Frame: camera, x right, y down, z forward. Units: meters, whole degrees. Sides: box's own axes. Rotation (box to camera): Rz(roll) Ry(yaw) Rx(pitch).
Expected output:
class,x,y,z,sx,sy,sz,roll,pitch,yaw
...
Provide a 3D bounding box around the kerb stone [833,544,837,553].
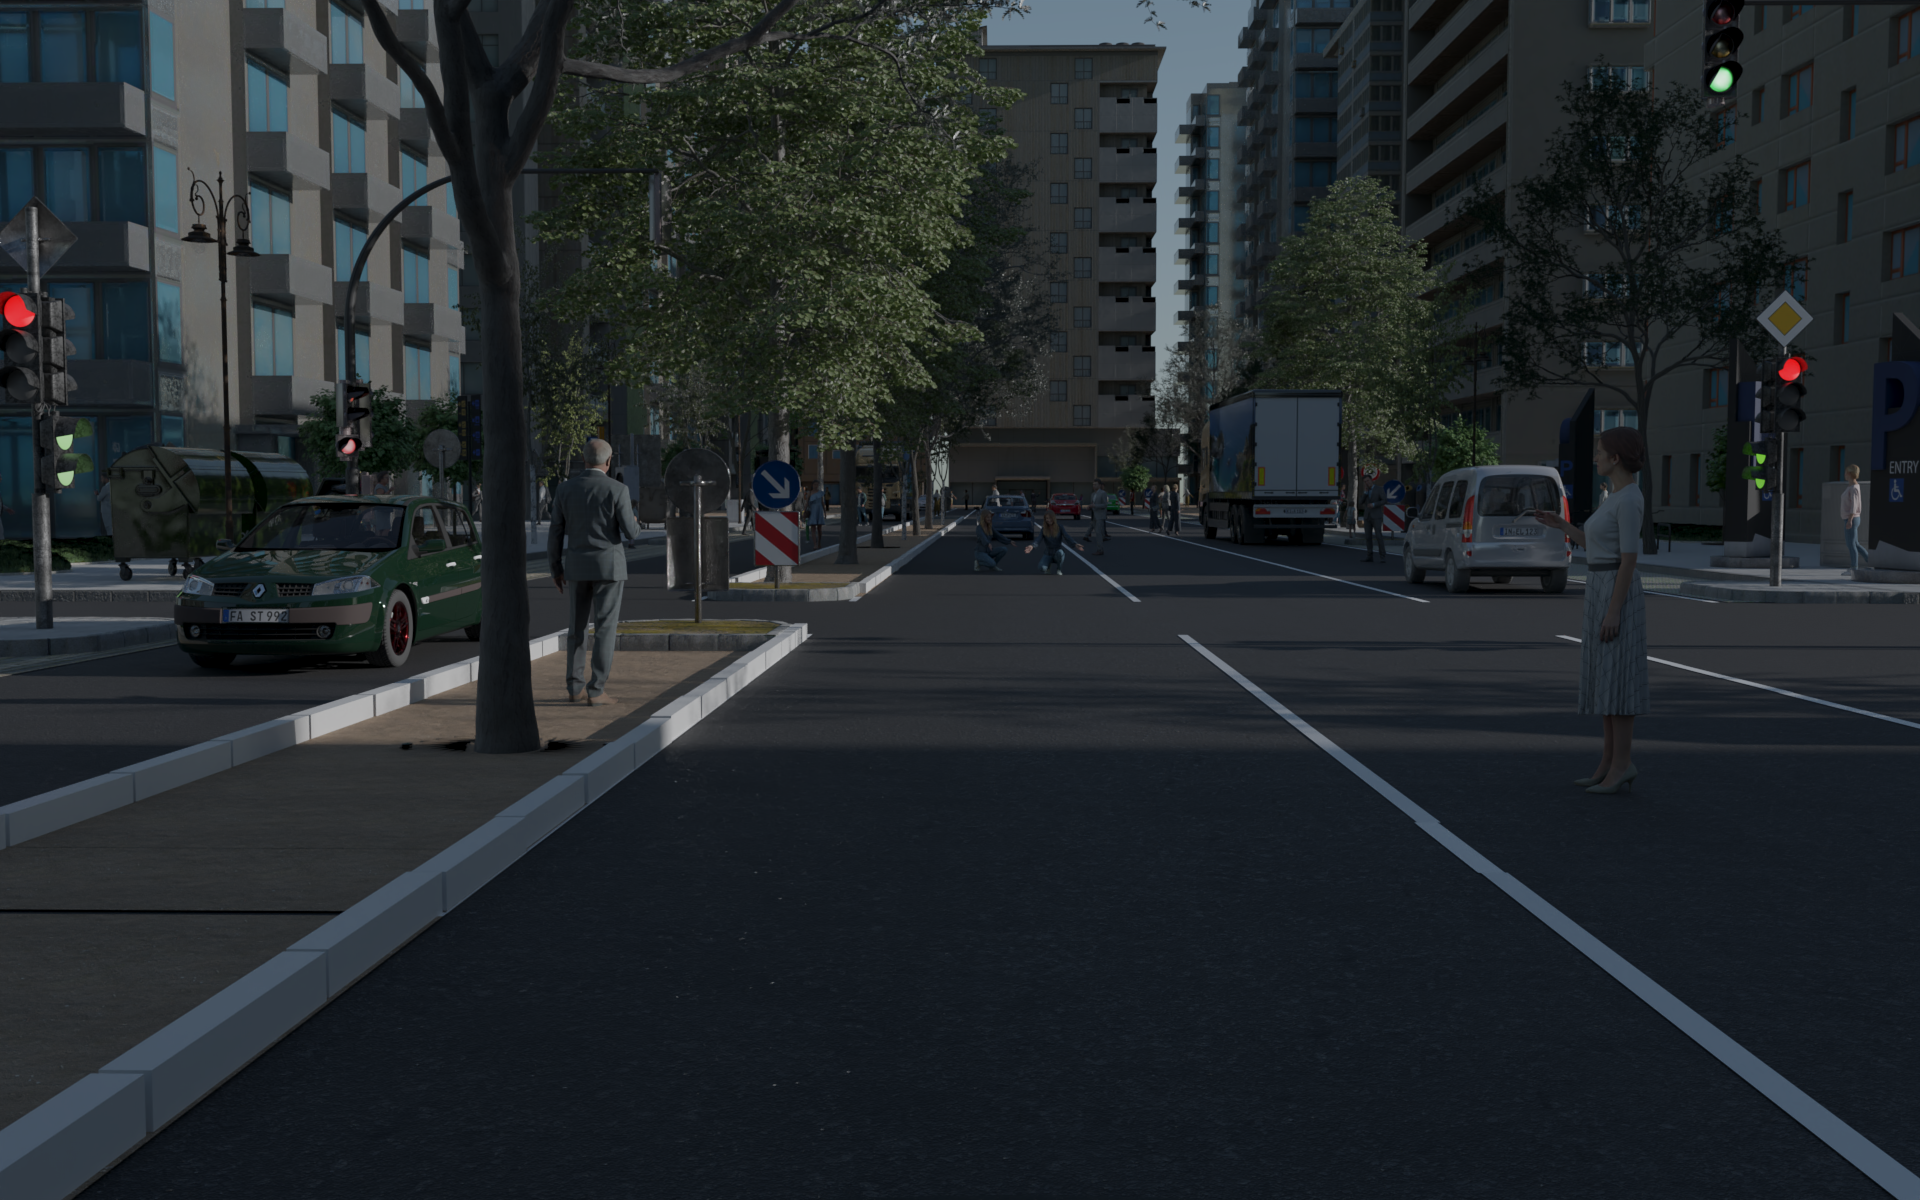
class,x,y,z,sx,sy,sz,roll,pitch,yaw
kerb stone,-3.140,-1.204,41.875,0.120,0.150,1.000,0,4,1

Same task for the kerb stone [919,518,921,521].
class,x,y,z,sx,sy,sz,roll,pitch,yaw
kerb stone,-2.181,-3.960,86.963,0.120,0.150,1.000,0,4,1

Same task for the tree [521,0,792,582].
class,x,y,z,sx,sy,sz,roll,pitch,yaw
tree,-2.856,-6.475,26.447,7.486,12.596,7.792,0,3,0

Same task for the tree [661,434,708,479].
class,x,y,z,sx,sy,sz,roll,pitch,yaw
tree,-14.571,-6.548,90.772,4.285,4.588,4.351,0,3,0

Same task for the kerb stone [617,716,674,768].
class,x,y,z,sx,sy,sz,roll,pitch,yaw
kerb stone,-1.735,0.786,9.493,0.120,0.150,1.000,0,4,1

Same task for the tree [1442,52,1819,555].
class,x,y,z,sx,sy,sz,roll,pitch,yaw
tree,14.426,-6.259,36.740,7.601,10.594,8.767,3,5,41

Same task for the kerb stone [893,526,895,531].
class,x,y,z,sx,sy,sz,roll,pitch,yaw
kerb stone,-2.647,-2.642,65.454,0.120,0.150,1.000,0,4,1

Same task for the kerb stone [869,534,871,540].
class,x,y,z,sx,sy,sz,roll,pitch,yaw
kerb stone,-2.905,-1.894,53.166,0.120,0.150,1.000,0,4,1

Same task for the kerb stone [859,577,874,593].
class,x,y,z,sx,sy,sz,roll,pitch,yaw
kerb stone,-1.400,-0.197,25.414,0.120,0.150,1.000,0,4,1

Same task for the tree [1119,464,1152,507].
class,x,y,z,sx,sy,sz,roll,pitch,yaw
tree,17.254,-11.408,170.228,4.285,4.588,4.351,0,3,0

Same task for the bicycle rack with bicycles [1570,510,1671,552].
class,x,y,z,sx,sy,sz,roll,pitch,yaw
bicycle rack with bicycles,14.877,-1.580,39.209,2.852,0.926,2.925,1,4,15

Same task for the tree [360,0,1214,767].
class,x,y,z,sx,sy,sz,roll,pitch,yaw
tree,-2.496,-5.888,9.100,12.009,13.543,11.850,0,3,0

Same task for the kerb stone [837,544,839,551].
class,x,y,z,sx,sy,sz,roll,pitch,yaw
kerb stone,-3.120,-1.266,42.900,0.120,0.150,1.000,0,4,1

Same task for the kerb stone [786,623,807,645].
class,x,y,z,sx,sy,sz,roll,pitch,yaw
kerb stone,-1.585,0.338,16.670,0.120,0.150,1.000,0,4,1

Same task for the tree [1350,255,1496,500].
class,x,y,z,sx,sy,sz,roll,pitch,yaw
tree,14.102,-6.266,52.813,4.737,8.622,4.395,0,3,0

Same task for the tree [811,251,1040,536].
class,x,y,z,sx,sy,sz,roll,pitch,yaw
tree,-1.455,-7.502,59.529,8.767,10.594,7.601,0,4,1

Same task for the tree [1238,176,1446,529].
class,x,y,z,sx,sy,sz,roll,pitch,yaw
tree,13.856,-8.838,62.629,7.486,12.596,7.792,0,3,0

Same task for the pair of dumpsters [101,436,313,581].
class,x,y,z,sx,sy,sz,roll,pitch,yaw
pair of dumpsters,-11.856,-1.529,27.495,1.574,2.255,4.437,0,4,1

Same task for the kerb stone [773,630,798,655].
class,x,y,z,sx,sy,sz,roll,pitch,yaw
kerb stone,-1.608,0.407,15.644,0.120,0.150,1.000,0,4,1

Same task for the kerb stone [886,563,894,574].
class,x,y,z,sx,sy,sz,roll,pitch,yaw
kerb stone,-1.292,-0.507,30.527,0.120,0.150,1.000,0,4,1

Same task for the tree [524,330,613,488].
class,x,y,z,sx,sy,sz,roll,pitch,yaw
tree,-17.850,-7.832,78.415,4.737,8.622,4.395,0,3,0

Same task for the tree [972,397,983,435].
class,x,y,z,sx,sy,sz,roll,pitch,yaw
tree,-0.803,-7.726,79.139,4.360,8.622,3.978,0,3,0

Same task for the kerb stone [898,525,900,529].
class,x,y,z,sx,sy,sz,roll,pitch,yaw
kerb stone,-2.566,-2.831,68.529,0.120,0.150,1.000,0,4,1

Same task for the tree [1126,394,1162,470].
class,x,y,z,sx,sy,sz,roll,pitch,yaw
tree,17.233,-12.850,144.511,7.601,10.594,8.767,3,5,40

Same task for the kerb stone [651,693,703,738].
class,x,y,z,sx,sy,sz,roll,pitch,yaw
kerb stone,-1.718,0.714,10.514,0.120,0.150,1.000,0,4,1

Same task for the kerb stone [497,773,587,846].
class,x,y,z,sx,sy,sz,roll,pitch,yaw
kerb stone,-1.791,0.909,7.432,0.120,0.150,1.000,0,4,1

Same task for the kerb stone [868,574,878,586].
class,x,y,z,sx,sy,sz,roll,pitch,yaw
kerb stone,-1.385,-0.260,26.438,0.120,0.150,1.000,0,4,1

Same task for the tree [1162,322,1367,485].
class,x,y,z,sx,sy,sz,roll,pitch,yaw
tree,15.930,-9.221,85.180,8.767,10.594,7.601,-2,4,-32

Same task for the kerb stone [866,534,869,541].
class,x,y,z,sx,sy,sz,roll,pitch,yaw
kerb stone,-2.927,-1.831,52.138,0.120,0.150,1.000,0,4,1

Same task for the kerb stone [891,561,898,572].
class,x,y,z,sx,sy,sz,roll,pitch,yaw
kerb stone,-1.268,-0.573,31.557,0.120,0.150,1.000,0,4,1

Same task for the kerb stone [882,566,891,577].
class,x,y,z,sx,sy,sz,roll,pitch,yaw
kerb stone,-1.311,-0.447,29.504,0.120,0.150,1.000,0,4,1

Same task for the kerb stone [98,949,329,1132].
class,x,y,z,sx,sy,sz,roll,pitch,yaw
kerb stone,-1.848,1.091,4.359,0.120,0.150,1.000,0,4,1

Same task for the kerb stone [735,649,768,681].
class,x,y,z,sx,sy,sz,roll,pitch,yaw
kerb stone,-1.654,0.526,13.597,0.120,0.150,1.000,0,4,1

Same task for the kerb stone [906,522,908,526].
class,x,y,z,sx,sy,sz,roll,pitch,yaw
kerb stone,-2.445,-3.200,74.672,0.120,0.150,1.000,0,4,1

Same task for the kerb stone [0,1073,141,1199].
class,x,y,z,sx,sy,sz,roll,pitch,yaw
kerb stone,-1.875,1.153,3.338,0.120,0.150,1.000,0,4,1

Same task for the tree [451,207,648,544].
class,x,y,z,sx,sy,sz,roll,pitch,yaw
tree,-10.708,-5.743,44.262,4.360,8.622,3.978,0,3,0

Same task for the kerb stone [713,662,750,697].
class,x,y,z,sx,sy,sz,roll,pitch,yaw
kerb stone,-1.671,0.589,12.568,0.120,0.150,1.000,0,4,1

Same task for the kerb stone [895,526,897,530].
class,x,y,z,sx,sy,sz,roll,pitch,yaw
kerb stone,-2.613,-2.709,66.480,0.120,0.150,1.000,0,4,1

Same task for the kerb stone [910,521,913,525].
class,x,y,z,sx,sy,sz,roll,pitch,yaw
kerb stone,-2.311,-3.577,80.819,0.120,0.150,1.000,0,4,1

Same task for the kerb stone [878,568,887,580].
class,x,y,z,sx,sy,sz,roll,pitch,yaw
kerb stone,-1.332,-0.384,28.482,0.120,0.150,1.000,0,4,1

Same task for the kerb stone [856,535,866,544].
class,x,y,z,sx,sy,sz,roll,pitch,yaw
kerb stone,-2.951,-1.768,51.107,0.120,0.150,1.000,0,4,1

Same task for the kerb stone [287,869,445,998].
class,x,y,z,sx,sy,sz,roll,pitch,yaw
kerb stone,-1.831,1.029,5.388,0.120,0.150,1.000,0,4,1

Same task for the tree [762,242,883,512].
class,x,y,z,sx,sy,sz,roll,pitch,yaw
tree,-7.485,-15.423,108.060,12.611,20.169,13.585,0,3,0

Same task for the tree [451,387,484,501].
class,x,y,z,sx,sy,sz,roll,pitch,yaw
tree,-15.451,-4.238,53.004,4.285,4.588,4.351,0,3,0

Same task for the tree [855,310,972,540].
class,x,y,z,sx,sy,sz,roll,pitch,yaw
tree,-1.740,-6.159,53.524,4.360,8.622,3.978,0,3,0

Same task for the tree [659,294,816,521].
class,x,y,z,sx,sy,sz,roll,pitch,yaw
tree,-10.460,-9.536,81.661,9.928,11.665,9.643,0,3,0

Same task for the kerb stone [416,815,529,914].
class,x,y,z,sx,sy,sz,roll,pitch,yaw
kerb stone,-1.801,0.971,6.410,0.120,0.150,1.000,0,4,1

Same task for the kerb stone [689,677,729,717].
class,x,y,z,sx,sy,sz,roll,pitch,yaw
kerb stone,-1.692,0.656,11.536,0.120,0.150,1.000,0,4,1

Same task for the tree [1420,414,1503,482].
class,x,y,z,sx,sy,sz,roll,pitch,yaw
tree,20.404,-5.328,70.826,4.285,4.588,4.351,0,3,0

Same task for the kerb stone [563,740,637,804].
class,x,y,z,sx,sy,sz,roll,pitch,yaw
kerb stone,-1.758,0.841,8.465,0.120,0.150,1.000,0,4,1

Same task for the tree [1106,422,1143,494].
class,x,y,z,sx,sy,sz,roll,pitch,yaw
tree,17.179,-13.806,176.095,4.360,8.622,3.978,0,3,0

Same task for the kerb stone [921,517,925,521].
class,x,y,z,sx,sy,sz,roll,pitch,yaw
kerb stone,-2.007,-4.462,95.157,0.120,0.150,1.000,0,4,1

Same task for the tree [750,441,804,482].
class,x,y,z,sx,sy,sz,roll,pitch,yaw
tree,-10.038,-6.847,95.666,4.285,4.588,4.351,0,3,0

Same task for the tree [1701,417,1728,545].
class,x,y,z,sx,sy,sz,roll,pitch,yaw
tree,19.146,-2.989,43.466,1.663,3.219,1.824,0,3,0

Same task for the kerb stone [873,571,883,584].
class,x,y,z,sx,sy,sz,roll,pitch,yaw
kerb stone,-1.355,-0.322,27.460,0.120,0.150,1.000,0,4,1

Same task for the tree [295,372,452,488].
class,x,y,z,sx,sy,sz,roll,pitch,yaw
tree,-16.212,-3.861,46.843,4.285,4.588,4.351,0,3,0

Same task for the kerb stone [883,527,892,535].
class,x,y,z,sx,sy,sz,roll,pitch,yaw
kerb stone,-2.686,-2.518,63.405,0.120,0.150,1.000,0,4,1

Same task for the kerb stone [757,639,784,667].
class,x,y,z,sx,sy,sz,roll,pitch,yaw
kerb stone,-1.629,0.467,14.619,0.120,0.150,1.000,0,4,1

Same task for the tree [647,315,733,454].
class,x,y,z,sx,sy,sz,roll,pitch,yaw
tree,-10.321,-7.120,66.768,4.360,8.622,3.978,0,3,0
